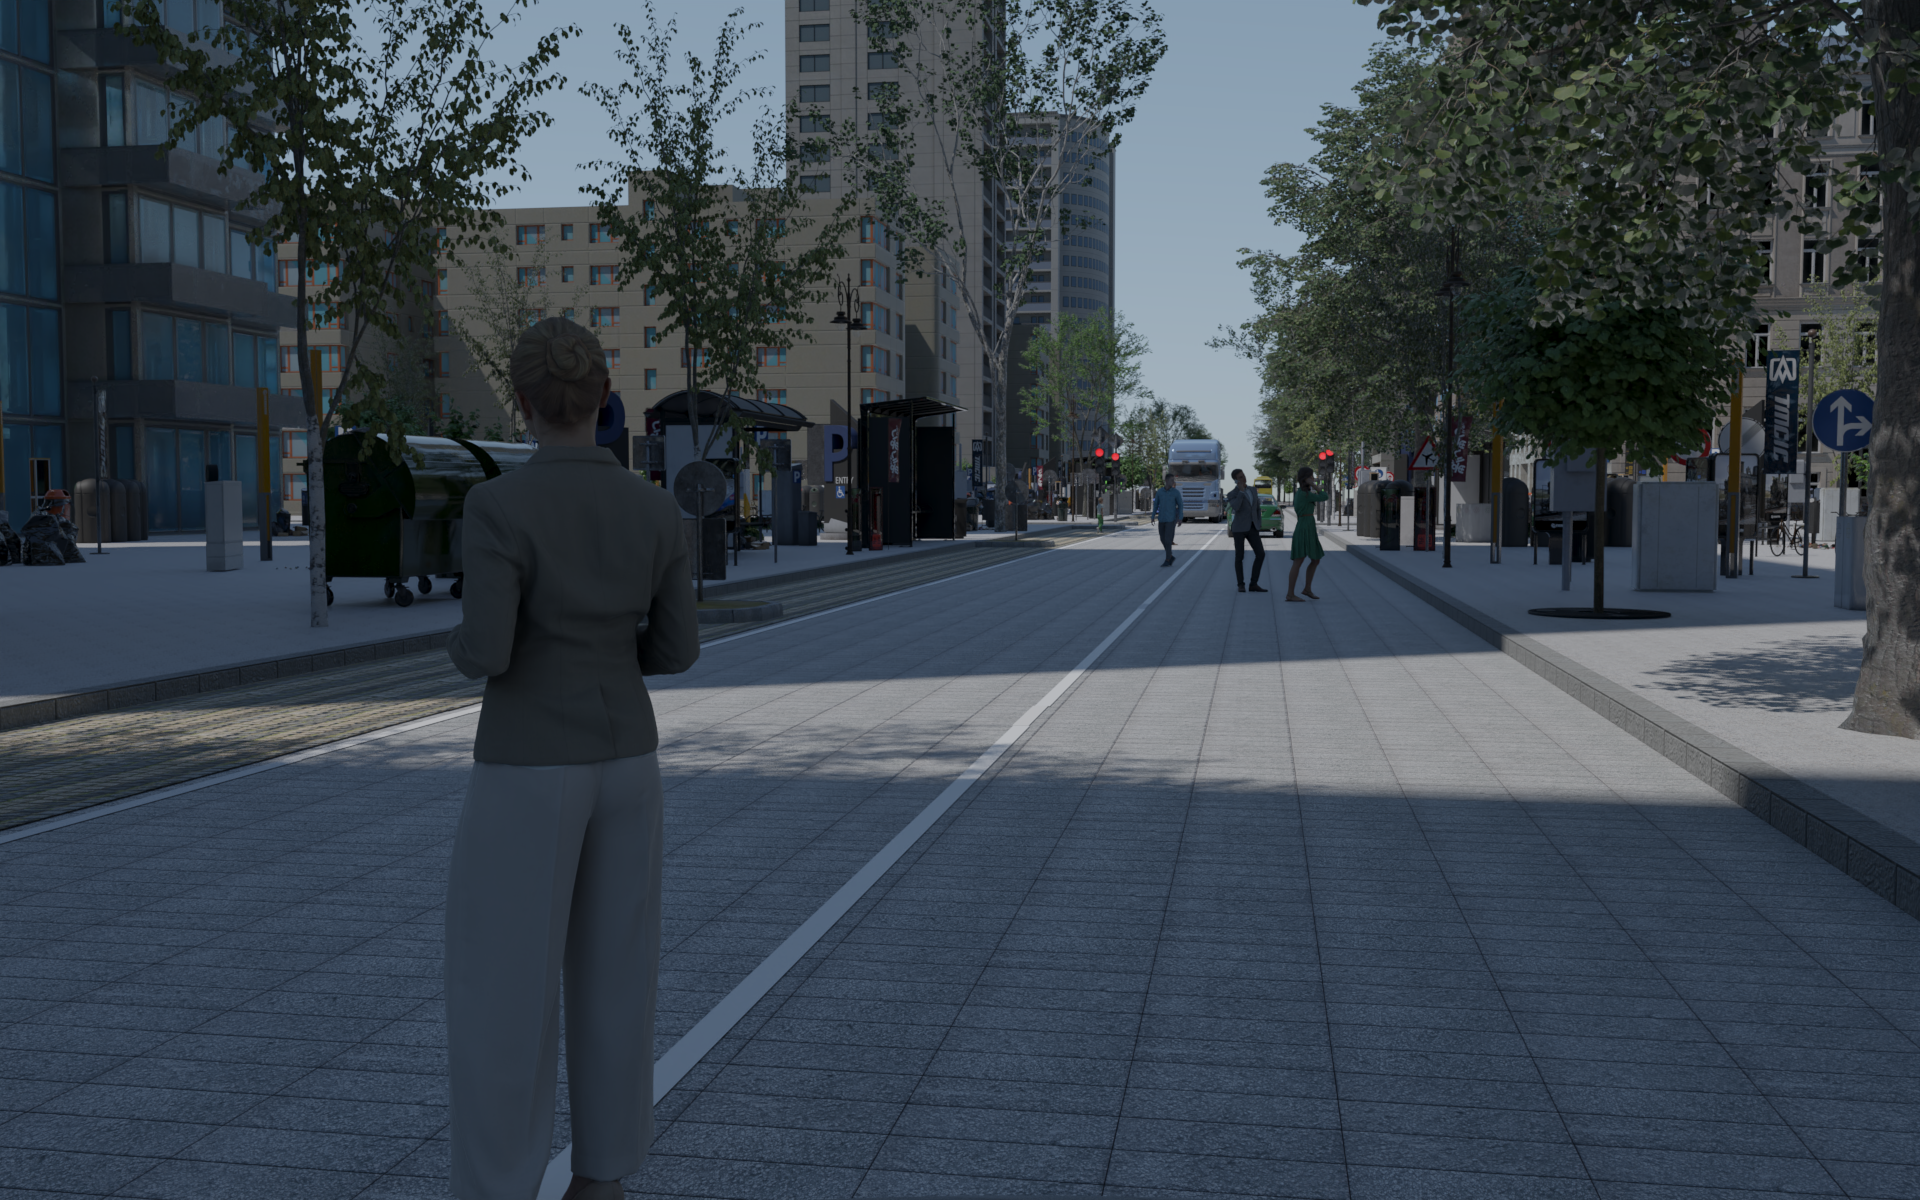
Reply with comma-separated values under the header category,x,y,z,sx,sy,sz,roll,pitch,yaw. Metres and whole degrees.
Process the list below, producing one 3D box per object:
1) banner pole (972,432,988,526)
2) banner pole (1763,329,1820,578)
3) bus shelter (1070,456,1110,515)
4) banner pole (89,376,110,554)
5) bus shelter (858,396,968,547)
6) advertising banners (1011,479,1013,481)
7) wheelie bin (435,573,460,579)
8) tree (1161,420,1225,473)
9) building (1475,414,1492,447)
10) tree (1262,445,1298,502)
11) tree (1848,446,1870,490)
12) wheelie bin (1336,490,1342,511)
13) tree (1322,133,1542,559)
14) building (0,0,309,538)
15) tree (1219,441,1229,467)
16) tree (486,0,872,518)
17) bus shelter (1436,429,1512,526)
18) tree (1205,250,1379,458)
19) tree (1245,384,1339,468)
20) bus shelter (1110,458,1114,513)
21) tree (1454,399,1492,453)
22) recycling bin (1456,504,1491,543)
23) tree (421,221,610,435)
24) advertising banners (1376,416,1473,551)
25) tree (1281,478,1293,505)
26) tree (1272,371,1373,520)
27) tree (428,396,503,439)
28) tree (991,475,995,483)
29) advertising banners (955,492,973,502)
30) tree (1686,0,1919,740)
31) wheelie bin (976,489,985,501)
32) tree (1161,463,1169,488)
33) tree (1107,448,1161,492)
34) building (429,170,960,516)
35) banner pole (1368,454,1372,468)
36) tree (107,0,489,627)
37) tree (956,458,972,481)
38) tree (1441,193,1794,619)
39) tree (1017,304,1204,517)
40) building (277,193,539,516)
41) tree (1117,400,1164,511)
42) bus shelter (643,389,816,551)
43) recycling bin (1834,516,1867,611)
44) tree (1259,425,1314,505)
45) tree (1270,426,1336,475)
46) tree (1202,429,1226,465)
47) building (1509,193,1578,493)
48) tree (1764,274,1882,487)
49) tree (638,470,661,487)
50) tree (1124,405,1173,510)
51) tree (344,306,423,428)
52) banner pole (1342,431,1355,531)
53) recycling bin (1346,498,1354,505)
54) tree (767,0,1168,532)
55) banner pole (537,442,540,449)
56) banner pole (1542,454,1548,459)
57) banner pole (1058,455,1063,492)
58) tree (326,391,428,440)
category,x,y,z,sx,sy,sz,roll,pitch,yaw
banner pole,0.852,-4.869,69.630,0.863,3.779,0.401,-1,4,-19
banner pole,12.727,-2.231,26.488,0.863,3.779,0.401,1,4,18
bus shelter,8.072,-7.166,108.453,1.731,3.624,6.357,1,4,10
banner pole,-18.192,-2.854,36.674,0.863,3.779,0.401,3,5,45
bus shelter,-1.142,-3.274,44.805,1.731,3.624,6.357,1,4,10
advertising banners,3.341,-7.246,114.652,0.090,3.025,2.074,0,4,-5
wheelie bin,-7.670,-1.135,26.472,0.980,1.594,0.693,2,4,23
tree,27.731,-16.913,210.933,8.767,10.594,7.601,-2,4,-26
building,50.036,-16.632,139.380,16.820,18.784,16.811,1,4,10
tree,51.930,-21.466,276.727,9.928,11.665,9.643,0,3,0
tree,23.048,-2.985,43.413,1.663,3.219,1.824,0,3,0
wheelie bin,27.924,-7.368,128.373,0.693,1.594,0.980,3,4,36
tree,9.445,-5.129,34.223,4.360,8.622,3.978,0,3,0
building,-38.460,-26.540,53.532,30.456,49.044,23.786,1,4,10
tree,22.437,-15.867,185.184,9.928,11.665,9.643,0,3,0
tree,-3.809,-4.658,26.525,4.737,8.622,4.395,0,3,0
bus shelter,16.708,-3.846,56.800,2.014,3.302,5.546,1,4,10
tree,25.758,-17.059,134.809,12.611,20.169,13.585,0,3,0
tree,31.314,-15.168,158.360,12.009,13.543,11.850,0,3,0
bus shelter,9.627,-7.670,116.694,1.731,3.624,6.357,1,4,10
tree,29.118,-8.816,94.507,4.737,8.622,4.395,0,3,0
recycling bin,13.668,-2.046,46.008,0.722,1.027,0.722,-1,4,-17
tree,-11.854,-5.921,47.179,4.360,8.622,3.978,0,3,0
advertising banners,10.445,-2.618,38.986,2.074,3.025,0.090,1,4,15
tree,48.695,-16.041,256.868,1.663,3.219,1.824,0,3,0
tree,19.847,-8.786,94.007,4.737,8.622,4.395,0,3,0
tree,-10.014,-2.431,34.344,1.663,3.219,1.824,0,3,0
tree,3.030,-9.507,150.039,1.663,3.219,1.824,0,3,0
advertising banners,-0.123,-6.934,109.552,2.074,3.025,0.090,2,4,30
tree,5.250,-6.251,8.860,9.857,13.997,8.962,0,3,0
wheelie bin,1.461,-6.306,111.004,0.693,1.594,0.980,2,4,32
tree,17.876,-10.704,158.726,4.285,4.588,4.351,0,3,0
tree,11.717,-8.478,122.329,4.285,4.588,4.351,0,3,0
building,-16.095,-16.684,117.820,27.650,21.520,28.899,1,4,10
banner pole,25.794,-7.303,109.416,0.863,3.779,0.401,-2,4,-33
tree,-5.960,-4.046,16.518,4.737,8.622,4.395,0,3,0
tree,0.336,-10.426,154.173,4.285,4.588,4.351,0,3,0
tree,6.870,-2.112,18.251,4.285,4.588,4.351,0,3,0
tree,6.949,-10.420,96.121,9.928,11.665,9.643,0,3,0
building,-47.998,-16.633,116.992,28.899,21.520,27.650,1,4,10
tree,13.484,-11.169,132.976,4.360,8.622,3.978,0,3,0
bus shelter,-4.683,-2.584,36.173,2.014,3.302,5.546,1,4,10
recycling bin,10.238,-0.414,19.319,0.722,1.027,0.722,1,4,13
tree,37.396,-16.914,194.664,7.486,12.596,7.792,0,3,0
tree,35.267,-14.793,176.275,7.601,10.594,8.767,-2,4,-34
tree,42.042,-23.247,298.206,7.486,12.596,7.792,0,3,0
building,43.310,-16.087,117.771,10.420,20.320,16.860,1,4,10
tree,28.548,-6.476,56.252,4.737,8.622,4.395,0,3,0
tree,-16.965,-6.025,93.115,1.663,3.219,1.824,0,3,0
tree,15.657,-11.723,142.027,4.737,8.622,4.395,0,3,0
tree,-21.663,-7.140,67.103,4.360,8.622,3.978,0,3,0
banner pole,13.629,-4.302,60.356,0.401,3.779,0.863,2,4,31
recycling bin,24.793,-5.920,109.341,0.722,1.027,0.722,0,4,0
tree,0.336,-12.419,58.946,12.611,20.169,13.585,0,3,0
banner pole,-17.682,-4.988,71.568,0.863,3.779,0.401,1,4,13
banner pole,13.175,-2.959,38.404,0.863,3.779,0.401,-2,4,-29
banner pole,6.488,-7.438,111.632,0.401,3.779,0.863,2,4,28
tree,-17.405,-4.151,51.590,4.285,4.588,4.351,0,3,0
